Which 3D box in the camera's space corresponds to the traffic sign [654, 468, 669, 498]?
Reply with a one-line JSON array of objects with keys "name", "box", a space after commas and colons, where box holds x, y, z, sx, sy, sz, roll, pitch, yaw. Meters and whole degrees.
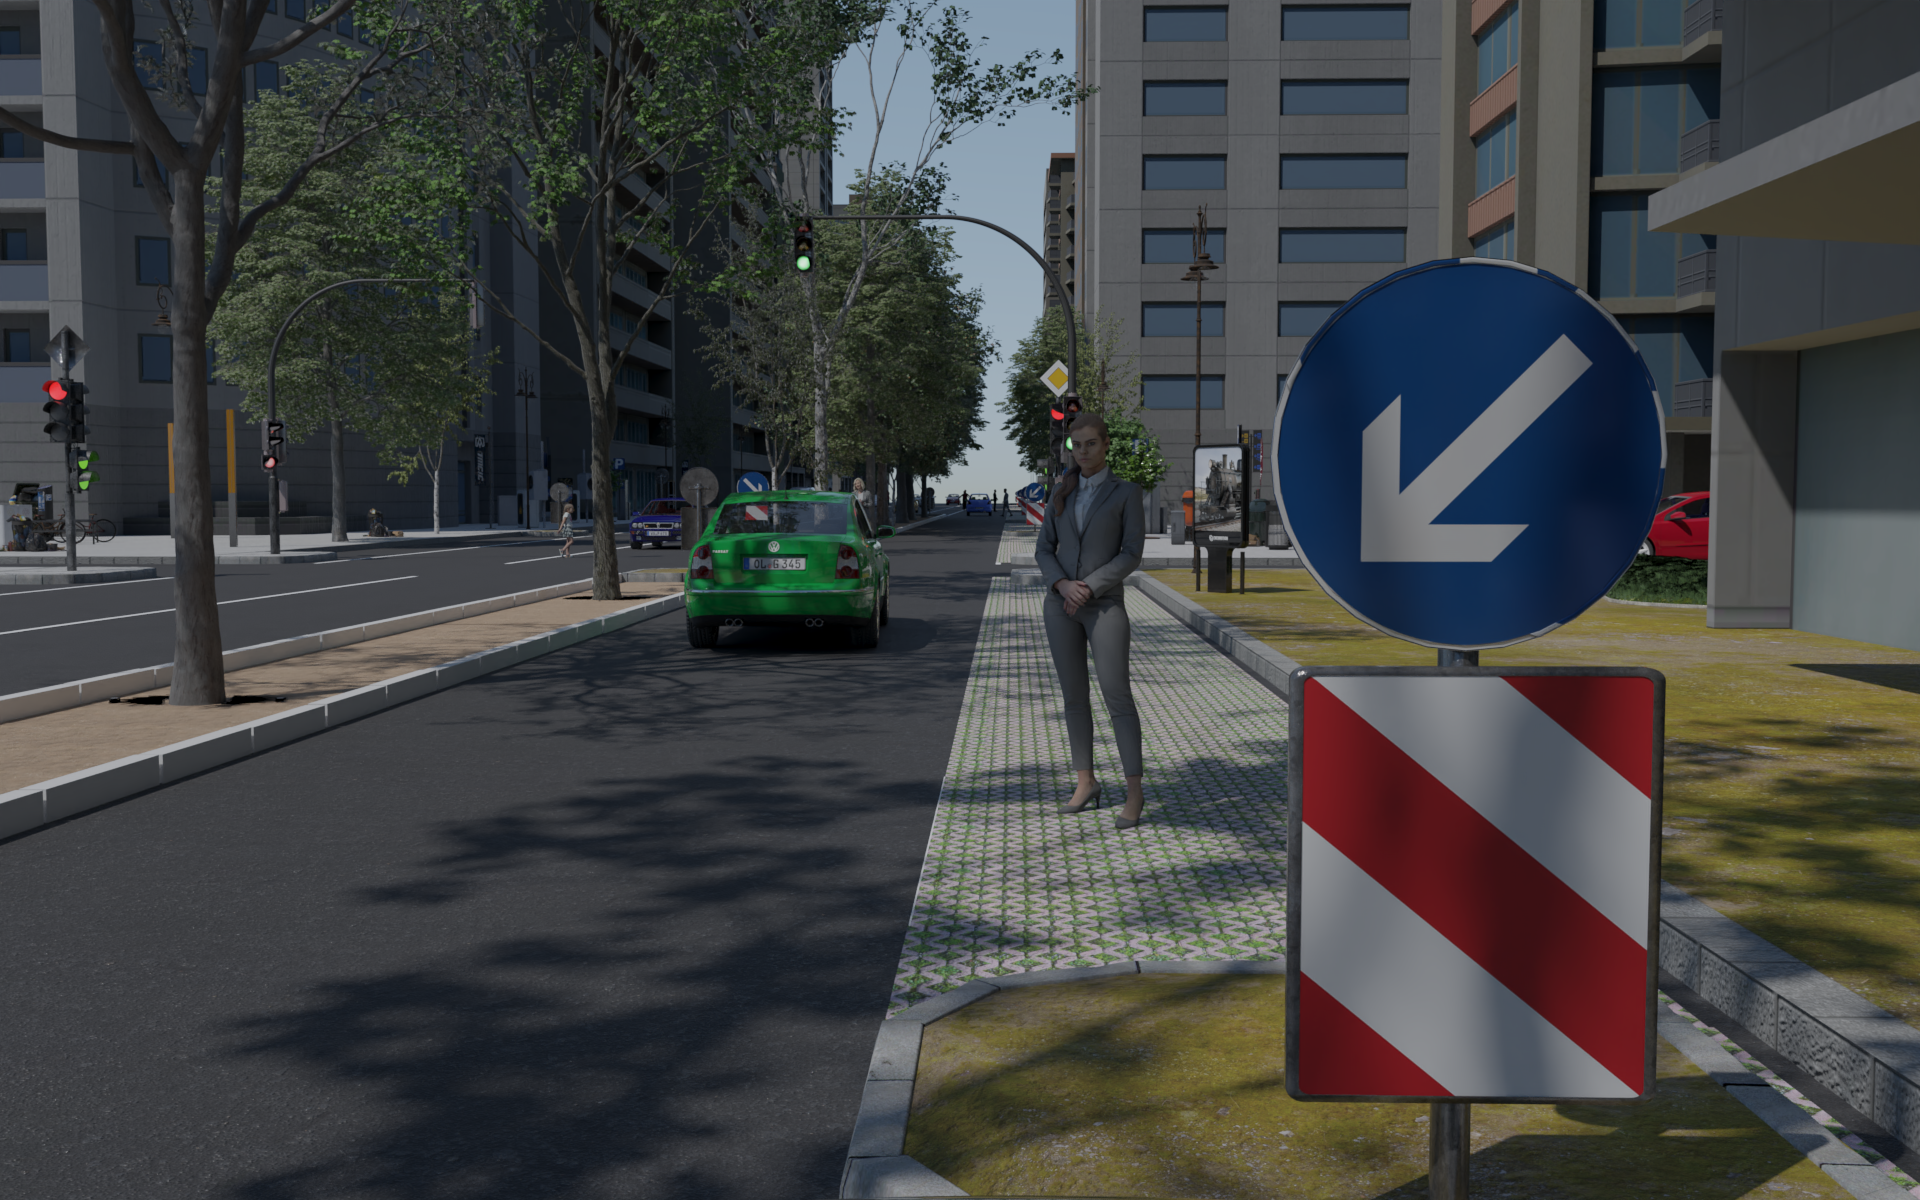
[{"name": "traffic sign", "box": [-14.799, -5.249, 85.933, 0.768, 2.556, 0.104, 1, 4, 9]}]

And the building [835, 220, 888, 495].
[{"name": "building", "box": [-17.797, -34.527, 248.115, 14.154, 41.232, 14.086, 0, 4, 2]}]

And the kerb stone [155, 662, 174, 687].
[{"name": "kerb stone", "box": [-5.959, 0.553, 13.245, 0.120, 0.150, 1.000, 0, 4, 2]}]

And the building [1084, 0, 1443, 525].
[{"name": "building", "box": [16.649, -33.153, 84.048, 21.231, 58.520, 28.212, 0, 4, 2]}]

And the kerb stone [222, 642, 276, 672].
[{"name": "kerb stone", "box": [-5.928, 0.485, 14.266, 0.120, 0.150, 1.000, 0, 4, 2]}]

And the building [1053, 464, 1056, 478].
[{"name": "building", "box": [20.752, -52.363, 168.804, 22.319, 86.520, 31.000, 0, 4, 2]}]

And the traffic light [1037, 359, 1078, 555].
[{"name": "traffic light", "box": [2.040, -2.897, 36.285, 0.839, 4.253, 0.868, 0, 4, 2]}]

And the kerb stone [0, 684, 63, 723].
[{"name": "kerb stone", "box": [-6.018, 0.674, 11.193, 0.120, 0.150, 1.000, 0, 4, 2]}]

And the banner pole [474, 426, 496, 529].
[{"name": "banner pole", "box": [-17.510, -4.510, 63.755, 0.401, 3.779, 0.863, 3, 5, 44]}]

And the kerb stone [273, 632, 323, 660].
[{"name": "kerb stone", "box": [-5.908, 0.422, 15.288, 0.120, 0.150, 1.000, 0, 4, 2]}]

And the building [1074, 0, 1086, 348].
[{"name": "building", "box": [15.552, -29.138, 126.509, 14.600, 45.320, 14.200, 0, 4, 2]}]

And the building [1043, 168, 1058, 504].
[{"name": "building", "box": [22.559, -37.955, 244.262, 21.300, 48.544, 21.600, 0, 4, 2]}]

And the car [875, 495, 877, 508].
[{"name": "car", "box": [-7.789, -9.014, 159.746, 2.083, 1.381, 4.827, 0, 4, 4]}]

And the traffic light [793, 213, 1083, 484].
[{"name": "traffic light", "box": [-0.293, -3.276, 28.224, 4.771, 5.953, 1.251, 0, 4, 2]}]

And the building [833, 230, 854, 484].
[{"name": "building", "box": [-28.365, -32.858, 229.112, 32.217, 40.220, 23.993, 0, 4, 2]}]

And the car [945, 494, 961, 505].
[{"name": "car", "box": [-0.840, -13.250, 225.672, 2.155, 1.783, 4.494, 0, 4, 4]}]

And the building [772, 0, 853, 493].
[{"name": "building", "box": [-23.528, -46.942, 205.752, 20.563, 71.187, 20.611, 0, 4, 2]}]

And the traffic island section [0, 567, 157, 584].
[{"name": "traffic island section", "box": [-14.844, -0.406, 28.920, 2.009, 0.180, 2.903, 0, 4, 2]}]

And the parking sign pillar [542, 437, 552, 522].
[{"name": "parking sign pillar", "box": [-19.343, -5.654, 80.912, 1.447, 3.967, 1.447, -1, 4, -16]}]

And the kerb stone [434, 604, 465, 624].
[{"name": "kerb stone", "box": [-5.784, 0.172, 19.385, 0.120, 0.150, 1.000, 0, 4, 2]}]

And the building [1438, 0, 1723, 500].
[{"name": "building", "box": [27.199, -24.049, 47.821, 28.867, 44.769, 22.147, 0, 4, 2]}]

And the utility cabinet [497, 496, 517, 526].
[{"name": "utility cabinet", "box": [-18.248, -3.621, 70.372, 1.020, 1.237, 0.306, -2, 4, -26]}]

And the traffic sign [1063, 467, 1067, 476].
[{"name": "traffic sign", "box": [5.027, -4.789, 78.404, 0.768, 2.556, 0.104, 0, 4, 6]}]

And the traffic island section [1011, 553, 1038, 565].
[{"name": "traffic island section", "box": [2.079, -0.863, 36.397, 2.009, 0.180, 2.903, 0, 4, 2]}]

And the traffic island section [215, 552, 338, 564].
[{"name": "traffic island section", "box": [-14.604, -0.894, 36.901, 2.009, 0.180, 2.903, 0, 4, 2]}]

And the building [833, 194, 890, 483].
[{"name": "building", "box": [-18.059, -37.432, 262.121, 14.600, 45.320, 14.200, 0, 4, 2]}]

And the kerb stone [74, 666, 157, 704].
[{"name": "kerb stone", "box": [-5.992, 0.610, 12.223, 0.120, 0.150, 1.000, 0, 4, 2]}]

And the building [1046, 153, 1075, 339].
[{"name": "building", "box": [22.086, -34.487, 218.494, 22.147, 44.769, 28.867, 0, 4, 2]}]

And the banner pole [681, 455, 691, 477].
[{"name": "banner pole", "box": [-17.620, -7.459, 111.970, 0.863, 3.779, 0.401, 1, 4, 10]}]

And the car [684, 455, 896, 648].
[{"name": "car", "box": [-1.648, -0.535, 17.541, 1.959, 1.807, 4.718, 0, 3, 0]}]

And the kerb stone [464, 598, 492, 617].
[{"name": "kerb stone", "box": [-5.749, 0.109, 20.406, 0.120, 0.150, 1.000, 0, 4, 2]}]

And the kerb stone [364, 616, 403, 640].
[{"name": "kerb stone", "box": [-5.835, 0.297, 17.341, 0.120, 0.150, 1.000, 0, 4, 2]}]

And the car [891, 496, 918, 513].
[{"name": "car", "box": [-4.103, -7.349, 130.376, 2.015, 1.641, 3.980, 0, 4, 3]}]

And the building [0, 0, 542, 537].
[{"name": "building", "box": [-30.099, -31.932, 64.086, 21.231, 58.520, 28.212, 0, 4, 2]}]

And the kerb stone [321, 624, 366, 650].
[{"name": "kerb stone", "box": [-5.869, 0.359, 16.319, 0.120, 0.150, 1.000, 0, 4, 2]}]

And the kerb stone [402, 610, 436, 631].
[{"name": "kerb stone", "box": [-5.812, 0.235, 18.363, 0.120, 0.150, 1.000, 0, 4, 2]}]

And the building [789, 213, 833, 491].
[{"name": "building", "box": [-20.782, -24.769, 176.679, 14.160, 30.474, 14.107, 0, 4, 2]}]

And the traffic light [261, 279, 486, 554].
[{"name": "traffic light", "box": [-12.471, -3.796, 36.738, 4.771, 5.953, 1.251, 0, 4, 2]}]

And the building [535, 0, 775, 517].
[{"name": "building", "box": [-25.283, -30.519, 122.687, 21.300, 48.544, 21.600, 0, 4, 2]}]

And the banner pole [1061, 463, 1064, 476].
[{"name": "banner pole", "box": [5.342, -6.165, 90.822, 0.401, 3.779, 0.863, -1, 4, -10]}]

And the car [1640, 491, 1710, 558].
[{"name": "car", "box": [13.748, -1.442, 32.611, 4.494, 1.783, 2.155, 0, 4, 3]}]

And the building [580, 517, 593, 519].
[{"name": "building", "box": [-28.794, -28.961, 97.211, 21.300, 48.544, 21.600, 0, 4, 2]}]

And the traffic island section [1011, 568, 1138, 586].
[{"name": "traffic island section", "box": [1.840, -0.375, 28.416, 2.009, 0.180, 2.903, 0, 4, 2]}]

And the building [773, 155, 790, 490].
[{"name": "building", "box": [-22.152, -22.598, 141.173, 14.160, 30.474, 14.107, 0, 4, 2]}]

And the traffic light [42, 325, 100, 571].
[{"name": "traffic light", "box": [-14.804, -2.438, 28.784, 0.839, 4.253, 0.868, 0, 4, 2]}]

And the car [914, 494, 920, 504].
[{"name": "car", "box": [-6.001, -13.347, 228.006, 2.009, 1.686, 4.222, 0, 4, 0]}]

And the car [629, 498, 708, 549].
[{"name": "car", "box": [-7.645, -2.056, 46.193, 1.945, 1.354, 3.894, 0, 4, 2]}]

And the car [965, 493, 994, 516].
[{"name": "car", "box": [1.271, -6.419, 114.539, 1.945, 1.707, 3.694, 0, 4, 1]}]

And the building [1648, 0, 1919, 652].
[{"name": "building", "box": [17.881, -25.276, 2.498, 28.713, 52.752, 27.495, 0, 4, 2]}]
